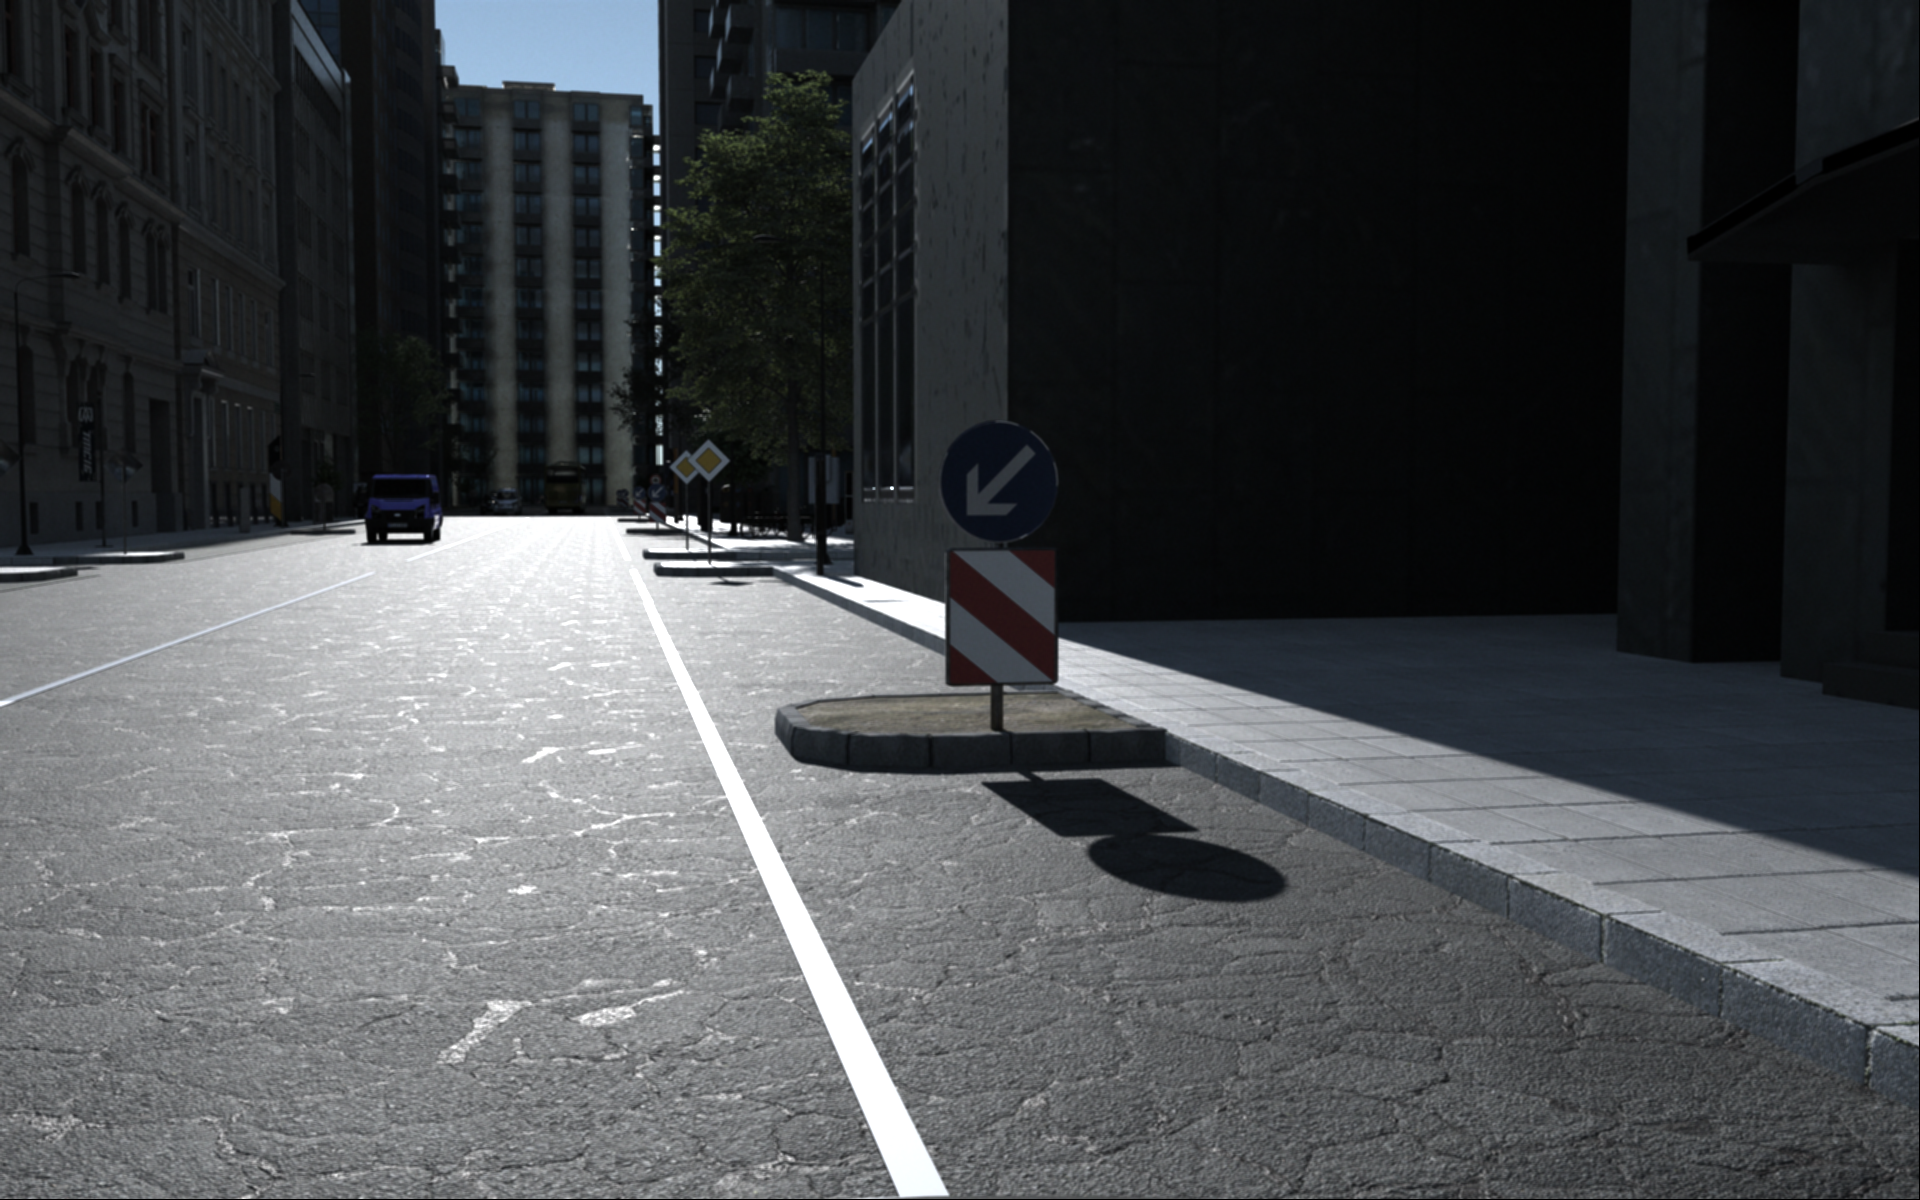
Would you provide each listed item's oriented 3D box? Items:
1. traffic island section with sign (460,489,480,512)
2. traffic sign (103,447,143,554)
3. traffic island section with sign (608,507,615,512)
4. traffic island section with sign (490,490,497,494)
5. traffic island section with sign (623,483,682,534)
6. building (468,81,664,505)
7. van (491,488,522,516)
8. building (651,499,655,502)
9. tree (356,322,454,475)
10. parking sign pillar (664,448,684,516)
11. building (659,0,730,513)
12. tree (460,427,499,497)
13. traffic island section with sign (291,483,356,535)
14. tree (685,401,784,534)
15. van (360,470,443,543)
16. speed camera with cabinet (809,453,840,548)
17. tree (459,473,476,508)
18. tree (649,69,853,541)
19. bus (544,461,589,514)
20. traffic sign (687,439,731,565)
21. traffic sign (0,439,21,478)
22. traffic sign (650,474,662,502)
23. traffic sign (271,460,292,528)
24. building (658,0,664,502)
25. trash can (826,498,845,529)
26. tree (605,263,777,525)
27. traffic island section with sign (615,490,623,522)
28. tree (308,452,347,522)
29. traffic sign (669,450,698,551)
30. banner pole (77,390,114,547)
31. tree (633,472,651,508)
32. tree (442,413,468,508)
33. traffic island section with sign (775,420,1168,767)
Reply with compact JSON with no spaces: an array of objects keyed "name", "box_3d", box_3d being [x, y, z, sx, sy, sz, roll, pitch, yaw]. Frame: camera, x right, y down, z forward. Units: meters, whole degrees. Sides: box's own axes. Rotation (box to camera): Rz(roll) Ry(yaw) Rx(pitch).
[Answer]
[{"name":"traffic island section with sign","box_3d":[-38.457,-7.854,137.047,1.989,1.847,2.006,-1,4,-12]},{"name":"traffic sign","box_3d":[-17.790,-2.031,36.857,0.795,2.450,0.064,-1,4,-12]},{"name":"traffic island section with sign","box_3d":[-27.035,-7.970,138.940,1.989,1.847,2.006,-1,4,-12]},{"name":"traffic island section with sign","box_3d":[-44.152,-9.516,164.212,1.989,1.847,2.006,-1,4,-12]},{"name":"traffic island section with sign","box_3d":[-11.214,-3.351,63.417,1.989,1.847,2.006,-1,4,-12]},{"name":"building","box_3d":[-50.475,-35.755,204.205,30.456,49.044,23.786,-1,4,-12]},{"name":"van","box_3d":[-30.441,-6.697,116.501,2.013,2.044,4.112,-1,4,-11]},{"name":"building","box_3d":[-15.430,-29.728,177.933,32.217,40.220,23.993,-1,4,-12]},{"name":"tree","box_3d":[-34.487,-10.995,105.517,9.928,11.665,9.643,0,3,0]},{"name":"parking sign pillar","box_3d":[-16.923,-6.903,101.339,1.447,3.967,1.447,-1,4,-22]},{"name":"building","box_3d":[-11.872,-35.963,130.001,21.231,58.520,28.212,-1,4,-12]},{"name":"tree","box_3d":[-51.490,-14.415,186.047,4.360,8.622,3.978,0,3,0]},{"name":"traffic island section with sign","box_3d":[-22.711,-3.255,61.852,1.989,1.847,2.006,-1,4,-12]},{"name":"tree","box_3d":[-7.248,-4.441,56.330,4.285,4.588,4.351,0,3,0]},{"name":"van","box_3d":[-17.001,-2.974,53.015,2.240,2.365,5.245,-1,4,-13]},{"name":"speed camera with cabinet","box_3d":[-2.523,-2.847,40.880,2.038,3.252,0.660,0,4,3]},{"name":"tree","box_3d":[-45.985,-10.223,161.743,1.663,3.219,1.824,0,3,0]},{"name":"tree","box_3d":[-4.573,-7.856,46.579,7.486,12.596,7.792,0,3,0]},{"name":"bus","box_3d":[-29.247,-8.393,128.774,2.896,3.916,12.252,-1,4,-10]},{"name":"traffic sign","box_3d":[-4.555,-1.700,31.440,0.795,2.450,0.064,-1,4,-12]},{"name":"traffic sign","box_3d":[-16.153,-1.553,29.041,0.795,2.450,0.064,-1,4,-12]},{"name":"traffic sign","box_3d":[-19.636,-6.830,111.775,0.768,2.556,0.104,0,4,-8]},{"name":"traffic sign","box_3d":[-25.403,-3.963,64.904,0.768,2.556,0.104,0,4,-4]},{"name":"building","box_3d":[-25.255,-47.059,207.663,20.611,71.187,20.563,-1,4,-12]},{"name":"trash can","box_3d":[-4.899,-3.476,68.485,0.748,1.137,0.748,0,3,0]},{"name":"tree","box_3d":[-10.966,-8.340,70.777,7.601,10.594,8.767,-3,4,-37]},{"name":"traffic island section with sign","box_3d":[-16.745,-4.965,89.801,1.989,1.847,2.006,-1,4,-12]},{"name":"tree","box_3d":[-28.875,-5.146,78.744,1.663,3.219,1.824,0,3,0]},{"name":"traffic sign","box_3d":[-6.192,-2.178,39.256,0.795,2.450,0.064,-1,4,-12]},{"name":"banner pole","box_3d":[-20.845,-3.159,41.667,0.401,3.779,0.863,2,4,26]},{"name":"tree","box_3d":[-30.043,-10.269,162.502,1.663,3.219,1.824,0,3,0]},{"name":"tree","box_3d":[-45.987,-12.539,155.370,4.737,8.622,4.395,0,3,0]},{"name":"traffic island section with sign","box_3d":[-0.045,-0.089,10.083,1.989,1.847,2.006,-1,4,-12]}]
